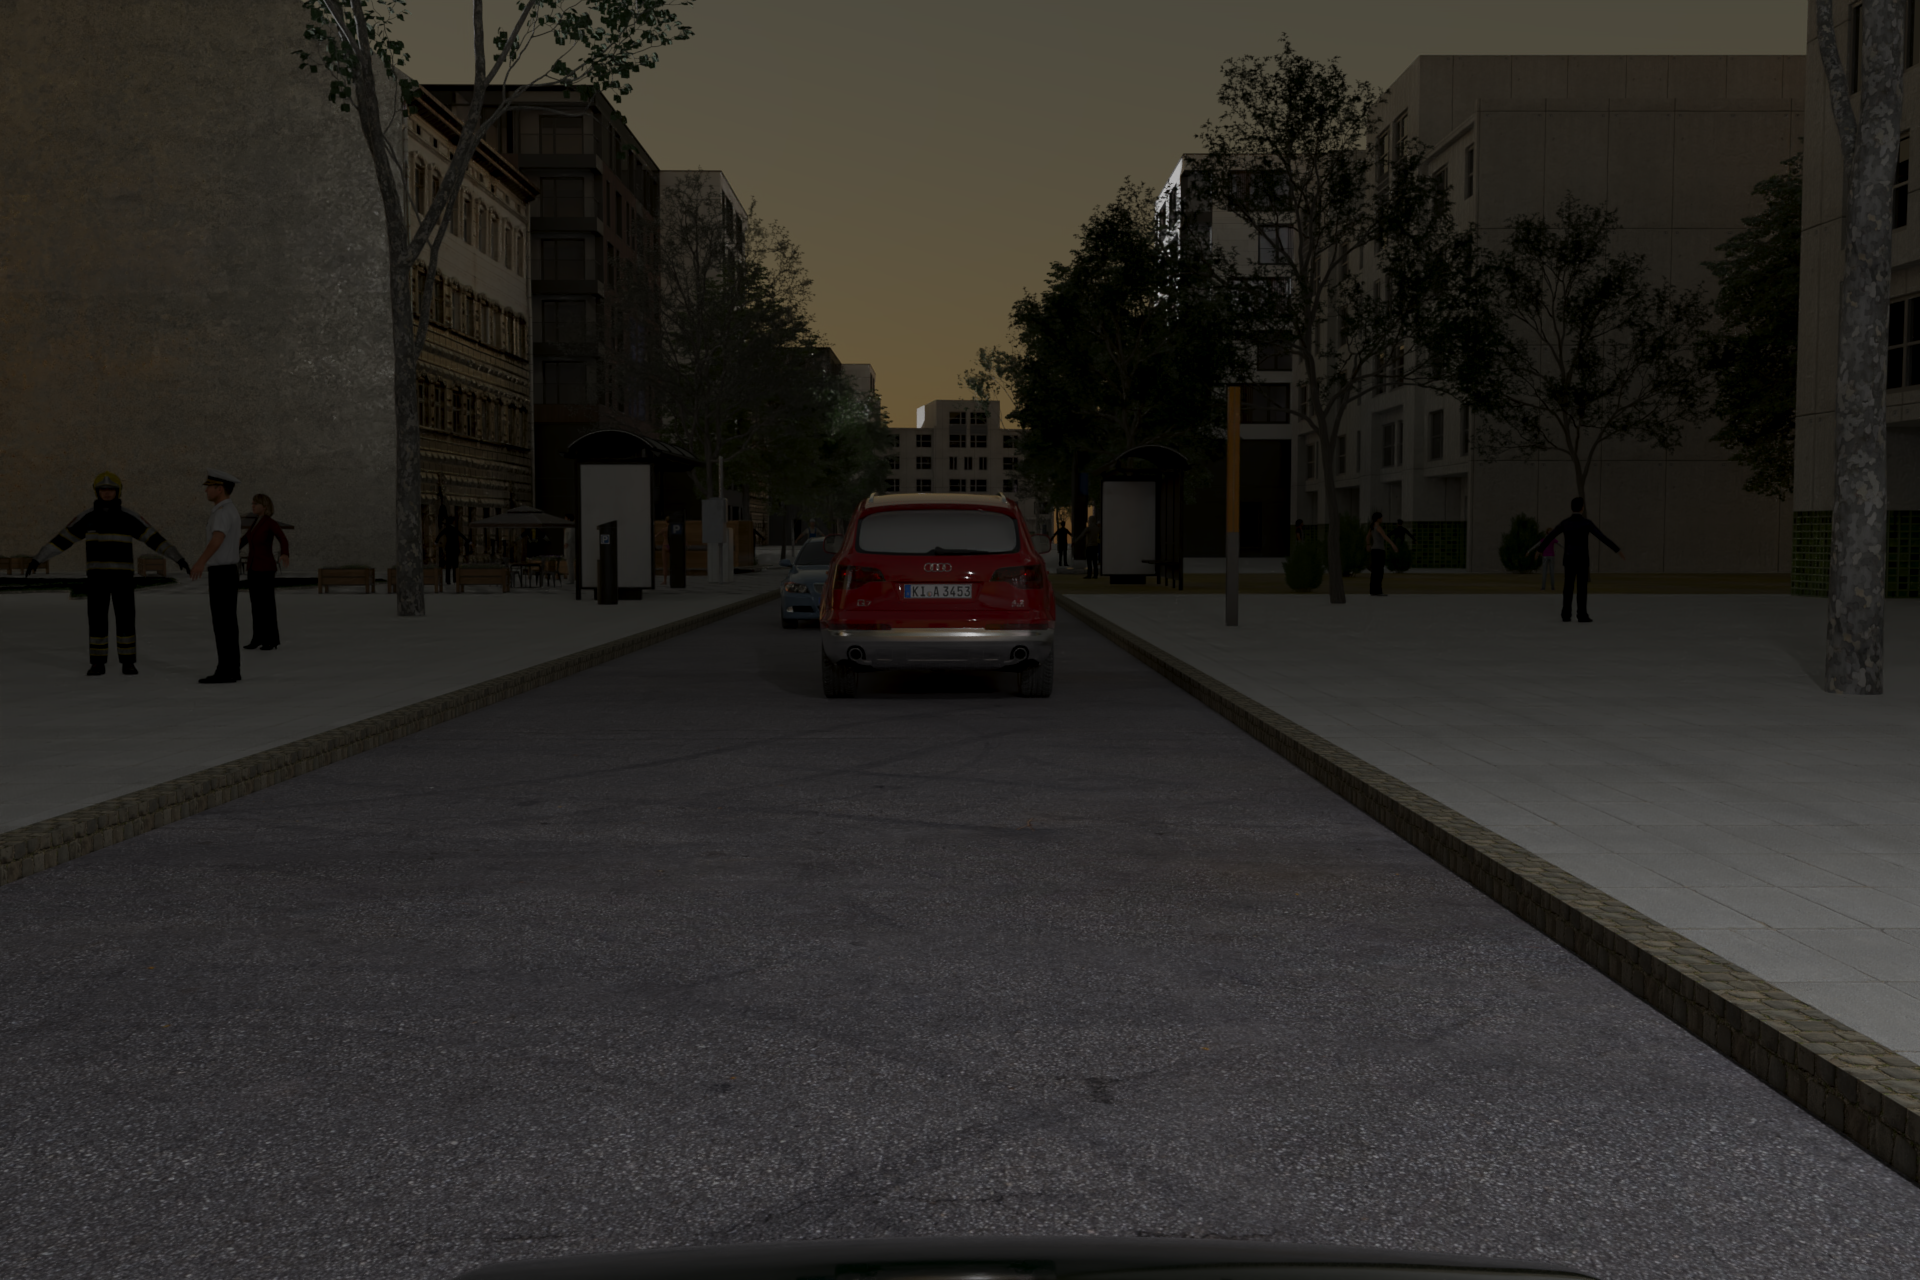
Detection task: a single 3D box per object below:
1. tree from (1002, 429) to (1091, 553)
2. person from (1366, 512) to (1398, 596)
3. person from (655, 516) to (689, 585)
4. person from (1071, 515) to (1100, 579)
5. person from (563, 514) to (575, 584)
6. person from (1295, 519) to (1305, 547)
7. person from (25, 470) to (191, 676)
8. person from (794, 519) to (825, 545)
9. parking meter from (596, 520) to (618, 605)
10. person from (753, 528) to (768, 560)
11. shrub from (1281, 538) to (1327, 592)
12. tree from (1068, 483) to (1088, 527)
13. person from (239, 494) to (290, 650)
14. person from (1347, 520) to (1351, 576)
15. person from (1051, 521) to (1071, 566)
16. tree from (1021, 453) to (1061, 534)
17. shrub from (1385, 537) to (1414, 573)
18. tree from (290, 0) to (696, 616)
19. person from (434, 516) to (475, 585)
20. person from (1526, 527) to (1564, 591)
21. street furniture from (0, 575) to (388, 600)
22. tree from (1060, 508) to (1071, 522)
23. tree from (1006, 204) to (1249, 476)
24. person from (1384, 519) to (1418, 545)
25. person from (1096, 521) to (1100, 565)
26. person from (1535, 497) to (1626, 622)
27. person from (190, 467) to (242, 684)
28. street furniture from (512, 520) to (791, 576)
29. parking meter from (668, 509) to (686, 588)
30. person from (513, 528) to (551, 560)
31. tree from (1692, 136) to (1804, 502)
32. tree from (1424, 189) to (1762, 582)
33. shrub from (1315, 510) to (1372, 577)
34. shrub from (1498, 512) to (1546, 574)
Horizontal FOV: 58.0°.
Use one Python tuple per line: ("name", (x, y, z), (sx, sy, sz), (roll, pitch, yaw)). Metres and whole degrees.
("tree", (6.332, -11.123, 116.270), (7.601, 10.594, 8.767), (0, 4, -6))
("person", (8.722, -1.778, 35.875), (0.721, 1.737, 1.217), (-1, 4, -15))
("person", (-7.429, -2.275, 44.005), (1.217, 1.733, 0.721), (-2, 4, -34))
("person", (3.765, -2.662, 49.659), (1.348, 1.813, 0.705), (-2, 4, -34))
("person", (-10.070, -2.349, 44.591), (0.705, 1.806, 1.347), (-1, 4, -12))
("person", (12.272, -3.442, 62.427), (0.704, 1.843, 1.345), (1, 4, 15))
("person", (-7.731, -0.611, 15.755), (1.351, 1.858, 0.704), (-1, 4, -23))
("person", (-5.376, -3.503, 63.135), (1.347, 1.847, 0.705), (-1, 4, -10))
("parking meter", (-6.422, -1.414, 31.533), (0.372, 1.533, 0.369), (0, 3, 0))
("person", (-8.290, -3.825, 68.756), (1.346, 1.802, 0.704), (-2, 4, -28))
("shrub", (7.605, -1.661, 38.266), (1.383, 1.207, 1.383), (0, 3, 0))
("tree", (6.120, -8.688, 92.405), (4.360, 8.622, 3.978), (0, 3, 0))
("person", (-7.782, -0.755, 19.146), (1.215, 1.729, 0.721), (2, 4, 35))
("person", (11.968, -2.897, 53.643), (0.705, 1.796, 1.348), (0, 4, 6))
("person", (4.137, -3.853, 69.182), (1.347, 1.806, 0.705), (2, 4, 32))
("tree", (5.571, -10.601, 123.687), (4.360, 8.622, 3.978), (0, 3, 0))
("shrub", (14.383, -2.789, 56.723), (1.383, 1.207, 1.383), (0, 3, 0))
("tree", (-7.484, -10.388, 25.736), (12.611, 20.169, 13.585), (0, 3, 0))
("person", (-12.848, -2.277, 43.952), (1.216, 1.740, 0.721), (1, 4, 20))
("person", (13.390, -1.844, 39.411), (0.991, 1.433, 0.599), (1, 4, 13))
("street furniture", (-29.097, -2.224, 41.388), (27.439, 1.986, 14.083), (1, 4, 9))
("tree", (15.286, -17.293, 233.101), (4.737, 8.622, 4.395), (0, 3, 0))
("tree", (4.725, -7.040, 49.514), (7.601, 10.594, 8.767), (1, 4, 11))
("person", (16.038, -3.502, 63.194), (1.347, 1.837, 0.705), (0, 4, 2))
("person", (5.730, -3.990, 71.212), (0.705, 1.833, 1.349), (0, 4, 4))
("person", (9.005, -1.176, 25.270), (1.345, 1.823, 0.704), (3, 5, 42))
("person", (-6.409, -0.563, 14.996), (0.704, 1.855, 1.343), (-1, 4, -13))
("street furniture", (-10.457, -3.110, 57.700), (11.010, 1.723, 9.812), (0, 4, 8))
("parking meter", (-6.715, -2.163, 41.071), (0.399, 1.863, 0.255), (0, 4, -1))
("person", (-15.624, -3.518, 63.295), (1.354, 1.856, 0.705), (-2, 4, -25))
("tree", (26.371, -8.795, 50.457), (9.857, 13.997, 8.962), (0, 3, 0))
("tree", (16.742, -6.834, 46.156), (8.767, 10.594, 7.601), (1, 4, 10))
("shrub", (11.422, -2.874, 51.417), (1.690, 2.028, 1.600), (0, 3, 0))
("shrub", (18.190, -3.152, 55.955), (1.690, 2.028, 1.600), (0, 3, 0))
